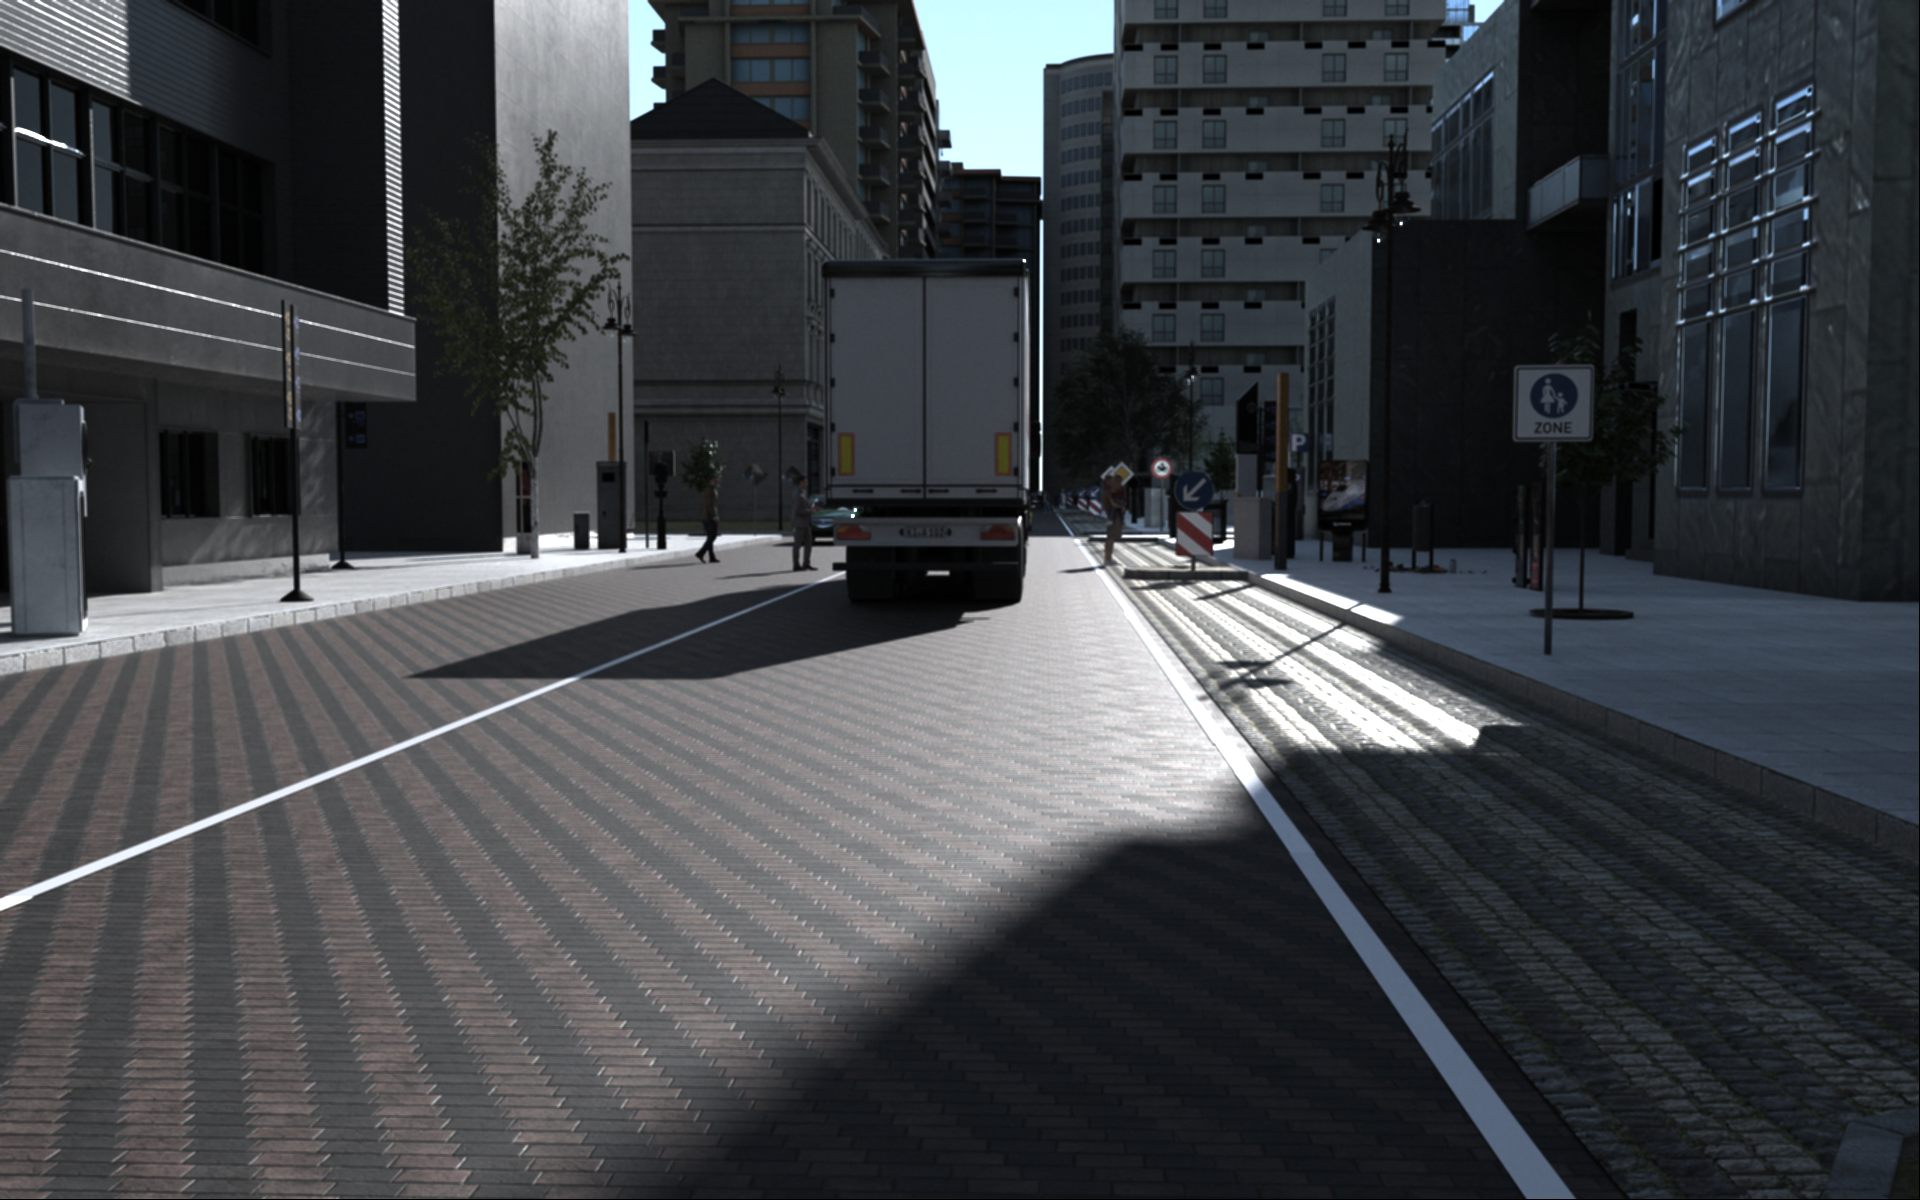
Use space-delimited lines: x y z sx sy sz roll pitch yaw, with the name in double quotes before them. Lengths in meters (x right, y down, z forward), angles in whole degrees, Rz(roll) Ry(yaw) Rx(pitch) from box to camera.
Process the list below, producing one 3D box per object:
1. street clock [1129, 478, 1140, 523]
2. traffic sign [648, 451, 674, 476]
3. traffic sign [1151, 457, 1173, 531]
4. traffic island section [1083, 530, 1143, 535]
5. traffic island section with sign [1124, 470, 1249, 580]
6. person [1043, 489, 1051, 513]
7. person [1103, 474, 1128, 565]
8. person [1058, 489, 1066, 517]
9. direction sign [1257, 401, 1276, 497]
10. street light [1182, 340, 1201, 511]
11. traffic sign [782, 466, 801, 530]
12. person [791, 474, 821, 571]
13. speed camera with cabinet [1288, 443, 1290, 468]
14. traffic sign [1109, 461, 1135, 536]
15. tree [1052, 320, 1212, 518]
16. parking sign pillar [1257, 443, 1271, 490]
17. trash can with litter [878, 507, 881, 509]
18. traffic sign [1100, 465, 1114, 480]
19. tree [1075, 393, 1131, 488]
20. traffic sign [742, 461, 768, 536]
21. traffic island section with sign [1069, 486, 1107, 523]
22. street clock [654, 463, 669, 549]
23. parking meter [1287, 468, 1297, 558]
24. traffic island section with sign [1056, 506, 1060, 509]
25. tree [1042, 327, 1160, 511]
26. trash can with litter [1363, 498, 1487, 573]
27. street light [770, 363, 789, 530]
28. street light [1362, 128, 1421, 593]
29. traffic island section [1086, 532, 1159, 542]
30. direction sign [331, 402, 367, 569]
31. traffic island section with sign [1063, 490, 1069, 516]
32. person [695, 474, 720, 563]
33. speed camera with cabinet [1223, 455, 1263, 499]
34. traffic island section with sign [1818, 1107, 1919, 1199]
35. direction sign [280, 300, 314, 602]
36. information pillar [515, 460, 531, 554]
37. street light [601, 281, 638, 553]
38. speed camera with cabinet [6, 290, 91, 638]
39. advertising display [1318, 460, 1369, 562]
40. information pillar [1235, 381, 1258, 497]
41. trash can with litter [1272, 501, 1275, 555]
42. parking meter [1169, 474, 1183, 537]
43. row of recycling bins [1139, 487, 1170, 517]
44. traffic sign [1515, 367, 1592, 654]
"street clock" 7.627 -4.353 75.745 0.471 2.002 0.358 2 4 34
"traffic sign" -7.014 -2.359 40.696 0.606 2.300 0.079 0 4 4
"traffic sign" 6.966 -3.649 59.769 0.768 2.556 0.104 0 4 5
"traffic island section" 5.305 -2.340 60.546 2.009 0.180 2.903 0 4 3
"traffic island section with sign" 3.826 -1.282 29.589 1.989 1.847 2.006 0 4 3
"person" 6.435 -7.381 129.530 0.623 1.781 0.721 2 4 35
"person" 3.079 -1.605 34.722 0.580 1.828 0.573 3 4 38
"person" 6.444 -6.165 109.651 0.624 1.780 0.694 0 4 -6
"direction sign" 7.324 -3.078 42.324 0.876 3.537 0.379 1 4 10
"street light" 6.933 -4.845 51.995 0.468 5.910 1.993 0 4 3
"traffic sign" -5.899 -3.510 61.024 0.795 2.450 0.064 0 4 3
"person" -2.876 -1.448 32.373 0.583 1.804 0.606 0 3 0
"speed camera with cabinet" 13.246 -4.417 66.557 0.660 3.252 2.038 -2 4 -34
"traffic sign" 4.899 -2.988 52.494 0.795 2.450 0.064 0 4 3
"tree" 9.404 -9.663 92.403 8.767 10.594 7.601 -1 4 -21
"parking sign pillar" 15.778 -6.268 90.950 1.447 3.967 1.447 -1 4 -22
"trash can with litter" -4.581 -5.291 97.893 0.624 1.170 1.055 0 4 5
"traffic sign" 5.282 -3.476 60.470 0.795 2.450 0.064 0 4 3
"tree" 10.420 -10.472 121.575 4.360 8.622 3.978 0 3 0
"traffic sign" -6.281 -3.022 53.048 0.795 2.450 0.064 0 4 3
"traffic island section with sign" 6.502 -4.678 85.115 1.989 1.847 2.006 0 4 3
"street clock" -6.948 -2.184 40.283 0.358 2.002 0.471 -1 4 -18
"parking meter" 6.524 -1.769 34.642 0.399 1.863 0.255 0 4 -2
"traffic island section with sign" 10.189 -9.407 162.435 1.989 1.847 2.006 0 4 3
"tree" 10.769 -13.856 133.203 9.857 13.997 8.962 0 3 0
"trash can with litter" 7.578 -1.088 28.843 1.678 1.210 2.233 -1 4 -19
"street light" -6.357 -5.408 61.217 0.468 5.910 1.993 0 4 3
"street light" 5.537 -3.034 22.400 0.468 5.910 1.993 0 4 3
"traffic island section" 4.923 -1.853 52.570 2.009 0.180 2.903 0 4 3
"direction sign" -10.621 -2.305 29.691 0.876 3.537 0.379 -1 4 -22
"traffic island section with sign" 7.777 -6.325 112.041 1.989 1.847 2.006 0 4 3
"person" -5.199 -1.688 36.011 0.656 1.842 0.836 2 4 31
"speed camera with cabinet" 12.890 -5.113 77.929 2.038 3.252 0.660 2 4 35
"traffic island section with sign" 2.537 0.365 2.665 1.989 1.847 2.006 0 4 3
"direction sign" -7.962 -1.755 20.698 0.379 3.537 0.876 -1 4 -10
"information pillar" -9.313 -1.994 37.092 0.304 2.012 0.304 -2 4 -35
"street light" -7.398 -3.975 37.785 0.468 5.910 1.993 0 4 3
"speed camera with cabinet" -8.581 -1.345 16.325 0.660 3.252 2.038 -2 4 -24
"advertising display" 7.277 -1.693 32.896 0.974 1.923 0.123 2 4 34
"information pillar" 5.944 -2.723 35.872 0.504 3.616 0.183 -2 4 -25
"trash can with litter" 6.671 -1.550 36.723 0.624 1.170 1.055 -1 4 -14
"parking meter" 6.419 -2.785 51.254 0.399 1.863 0.255 -1 4 -12
"row of recycling bins" 11.578 -5.497 96.983 3.534 1.692 1.069 -1 4 -20
"traffic sign" 4.704 -0.713 13.794 0.606 2.300 0.079 1 4 11
